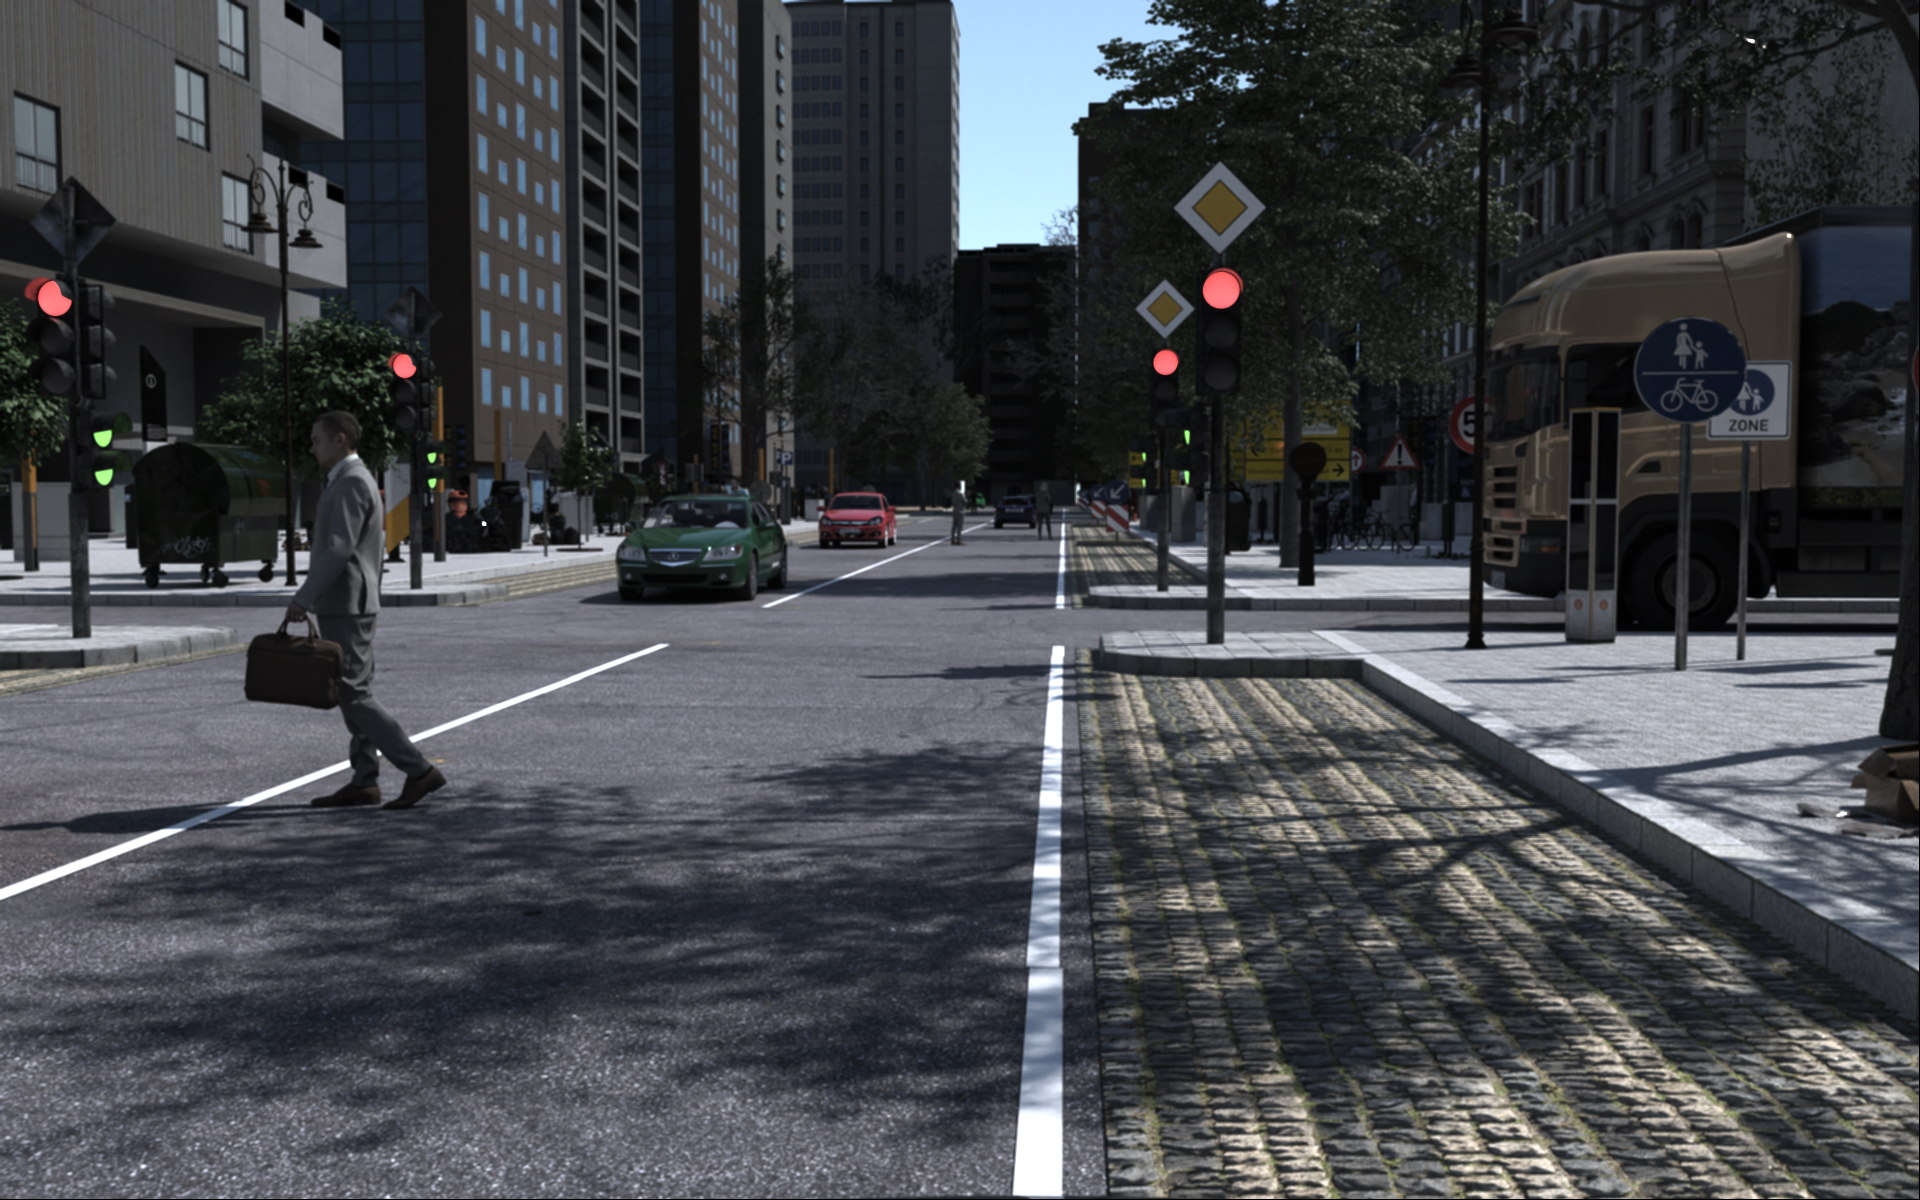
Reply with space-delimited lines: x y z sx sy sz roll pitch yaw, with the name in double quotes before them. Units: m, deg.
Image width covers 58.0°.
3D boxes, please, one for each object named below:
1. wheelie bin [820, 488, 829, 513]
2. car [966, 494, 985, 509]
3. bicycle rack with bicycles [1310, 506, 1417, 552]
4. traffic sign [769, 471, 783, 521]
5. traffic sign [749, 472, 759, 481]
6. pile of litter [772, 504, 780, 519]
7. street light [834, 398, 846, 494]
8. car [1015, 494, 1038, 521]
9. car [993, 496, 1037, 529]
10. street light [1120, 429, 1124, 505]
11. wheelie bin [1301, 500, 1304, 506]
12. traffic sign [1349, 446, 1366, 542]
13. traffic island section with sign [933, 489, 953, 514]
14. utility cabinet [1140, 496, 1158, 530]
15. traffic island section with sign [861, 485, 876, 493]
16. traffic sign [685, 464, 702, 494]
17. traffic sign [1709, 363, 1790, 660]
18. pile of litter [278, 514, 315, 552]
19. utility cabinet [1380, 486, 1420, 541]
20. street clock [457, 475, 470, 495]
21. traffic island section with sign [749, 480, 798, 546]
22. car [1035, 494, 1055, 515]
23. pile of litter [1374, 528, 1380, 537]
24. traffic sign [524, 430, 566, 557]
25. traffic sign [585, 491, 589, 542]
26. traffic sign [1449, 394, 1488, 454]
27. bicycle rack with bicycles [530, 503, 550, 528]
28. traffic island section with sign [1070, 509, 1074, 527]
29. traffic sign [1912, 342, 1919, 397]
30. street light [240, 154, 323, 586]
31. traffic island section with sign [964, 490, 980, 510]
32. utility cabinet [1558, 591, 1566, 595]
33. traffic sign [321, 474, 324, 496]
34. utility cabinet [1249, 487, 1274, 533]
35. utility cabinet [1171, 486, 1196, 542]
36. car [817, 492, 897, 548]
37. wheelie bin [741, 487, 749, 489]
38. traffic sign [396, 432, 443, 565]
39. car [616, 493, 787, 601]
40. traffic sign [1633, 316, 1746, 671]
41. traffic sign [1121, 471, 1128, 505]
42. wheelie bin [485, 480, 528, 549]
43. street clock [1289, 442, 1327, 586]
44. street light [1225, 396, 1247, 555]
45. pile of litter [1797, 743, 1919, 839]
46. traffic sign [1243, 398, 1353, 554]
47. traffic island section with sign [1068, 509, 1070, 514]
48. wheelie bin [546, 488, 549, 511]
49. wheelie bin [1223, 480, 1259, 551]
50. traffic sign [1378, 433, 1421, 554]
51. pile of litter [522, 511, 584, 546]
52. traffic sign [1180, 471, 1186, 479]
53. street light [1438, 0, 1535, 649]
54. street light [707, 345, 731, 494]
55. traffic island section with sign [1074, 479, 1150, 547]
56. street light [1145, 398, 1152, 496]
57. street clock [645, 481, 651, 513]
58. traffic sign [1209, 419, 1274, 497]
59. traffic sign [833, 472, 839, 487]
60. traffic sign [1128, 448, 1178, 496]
"wheelie bin" -7.242 -5.026 90.090 0.693 1.594 0.980 2 4 25
"car" 1.513 -9.782 168.734 1.959 1.807 4.718 0 4 3
"bicycle rack with bicycles" 8.591 -1.596 39.473 2.852 0.926 2.925 -2 4 -25
"traffic sign" -8.272 -4.630 77.834 0.606 2.300 0.079 0 4 6
"traffic sign" -9.431 -4.747 79.743 0.606 2.300 0.079 0 4 7
"pile of litter" -9.501 -4.603 89.226 1.176 0.858 1.719 -1 4 -11
"street light" -5.785 -6.772 83.505 0.468 5.910 1.993 0 4 3
"car" 3.599 -5.129 93.638 2.009 1.686 4.222 0 4 5
"car" 2.350 -3.677 72.704 1.945 1.354 3.894 0 4 4
"street light" 9.075 -7.568 96.531 0.468 5.910 1.993 0 4 3
"wheelie bin" 16.068 -4.436 80.439 0.693 1.594 0.980 1 4 17
"traffic sign" 10.461 -2.828 46.336 0.768 2.556 0.104 0 4 6
"traffic island section with sign" -0.911 -7.118 124.999 1.989 1.847 2.006 0 4 3
"utility cabinet" 6.800 -3.136 62.443 0.306 1.237 1.020 2 4 29
"traffic island section with sign" -3.933 -4.059 74.985 1.989 1.847 2.006 0 4 3
"traffic sign" -9.002 -3.453 58.579 0.606 2.300 0.079 1 4 13
"traffic sign" 6.037 -0.685 13.324 0.606 2.300 0.079 1 4 9
"pile of litter" -14.851 -1.552 39.334 1.176 0.858 1.719 3 5 41
"utility cabinet" 12.057 -2.369 47.416 1.173 1.500 0.318 -2 4 -29
"street clock" -19.216 -3.823 67.081 0.358 2.002 0.471 3 5 45
"traffic island section with sign" -5.562 -2.407 47.987 1.989 1.847 2.006 0 4 3
"car" 5.672 -6.859 121.934 2.009 1.686 4.222 0 4 3
"pile of litter" 13.052 -2.346 52.319 1.719 0.858 1.176 0 4 -4
"traffic sign" -8.490 -2.167 35.427 0.884 2.594 0.081 1 4 8
"traffic sign" -10.034 -2.840 46.539 0.768 2.556 0.104 1 4 12
"traffic sign" 6.614 -1.347 22.123 0.768 2.556 0.104 0 4 6
"bicycle rack with bicycles" -16.266 -3.202 65.737 2.852 0.926 2.925 -3 5 -43
"traffic island section with sign" 5.848 -4.051 74.864 1.989 1.847 2.006 0 4 3
"traffic sign" 7.093 -0.742 12.233 0.768 2.556 0.104 1 4 10
"street light" -9.349 -3.134 24.034 0.468 5.910 1.993 0 4 3
"traffic island section with sign" 0.729 -8.775 152.096 1.989 1.847 2.006 0 4 3
"utility cabinet" 7.920 -0.655 21.879 0.306 1.237 1.020 -2 4 -32
"traffic sign" -12.109 -2.013 32.908 0.884 2.594 0.081 1 4 11
"utility cabinet" 10.064 -2.949 56.887 1.173 1.500 0.318 -2 4 -28
"utility cabinet" 5.978 -2.295 46.205 0.318 1.500 1.173 2 4 26
"car" -2.759 -2.326 47.065 2.155 1.783 4.494 0 4 3
"wheelie bin" -10.259 -4.584 82.863 0.980 1.594 0.693 -3 5 -40
"traffic sign" -9.523 -1.864 30.484 0.884 2.594 0.081 1 4 10
"car" -3.613 -0.798 24.840 2.131 1.459 4.920 0 4 3
"traffic sign" 5.243 -0.760 12.525 0.768 2.556 0.104 1 4 9
"traffic sign" 9.090 -5.775 94.424 0.884 2.594 0.081 0 4 6
"wheelie bin" -10.494 -1.976 40.220 0.980 1.594 0.693 -2 4 -34
"street clock" 4.846 -1.200 24.184 0.471 2.002 0.358 0 4 -5
"street light" 5.648 -3.895 36.471 0.468 5.910 1.993 0 4 3
"pile of litter" 4.143 0.434 6.864 1.719 0.858 1.176 0 3 0
"traffic sign" 7.164 -2.625 36.796 2.265 3.308 0.079 1 4 11
"traffic island section with sign" 8.833 -7.081 124.402 1.989 1.847 2.006 0 4 3
"wheelie bin" -19.279 -4.537 82.083 0.693 1.594 0.980 2 4 26
"wheelie bin" 6.168 -1.899 38.956 0.693 1.594 0.980 -1 4 -11
"traffic sign" 9.389 -2.265 37.035 0.884 2.594 0.081 0 4 8
"pile of litter" -10.286 -1.814 43.627 1.719 0.858 1.176 -1 4 -22
"traffic sign" 6.669 -2.949 50.342 0.606 2.300 0.079 1 4 8
"street light" 4.297 -2.536 14.258 0.468 5.910 1.993 0 4 3
"street light" -7.492 -4.962 53.919 0.468 5.910 1.993 0 4 3
"traffic island section with sign" 4.216 -2.397 47.816 1.989 1.847 2.006 0 4 3
"street light" 7.397 -5.759 66.943 0.468 5.910 1.993 0 4 3
"street clock" -16.950 -5.475 94.079 0.358 2.002 0.471 2 4 34
"traffic sign" 7.899 -3.256 47.110 2.265 3.308 0.079 0 4 4
"traffic sign" -6.959 -6.016 98.467 0.768 2.556 0.104 0 4 5
"traffic sign" 8.625 -5.103 77.305 2.265 3.308 0.079 1 4 11
